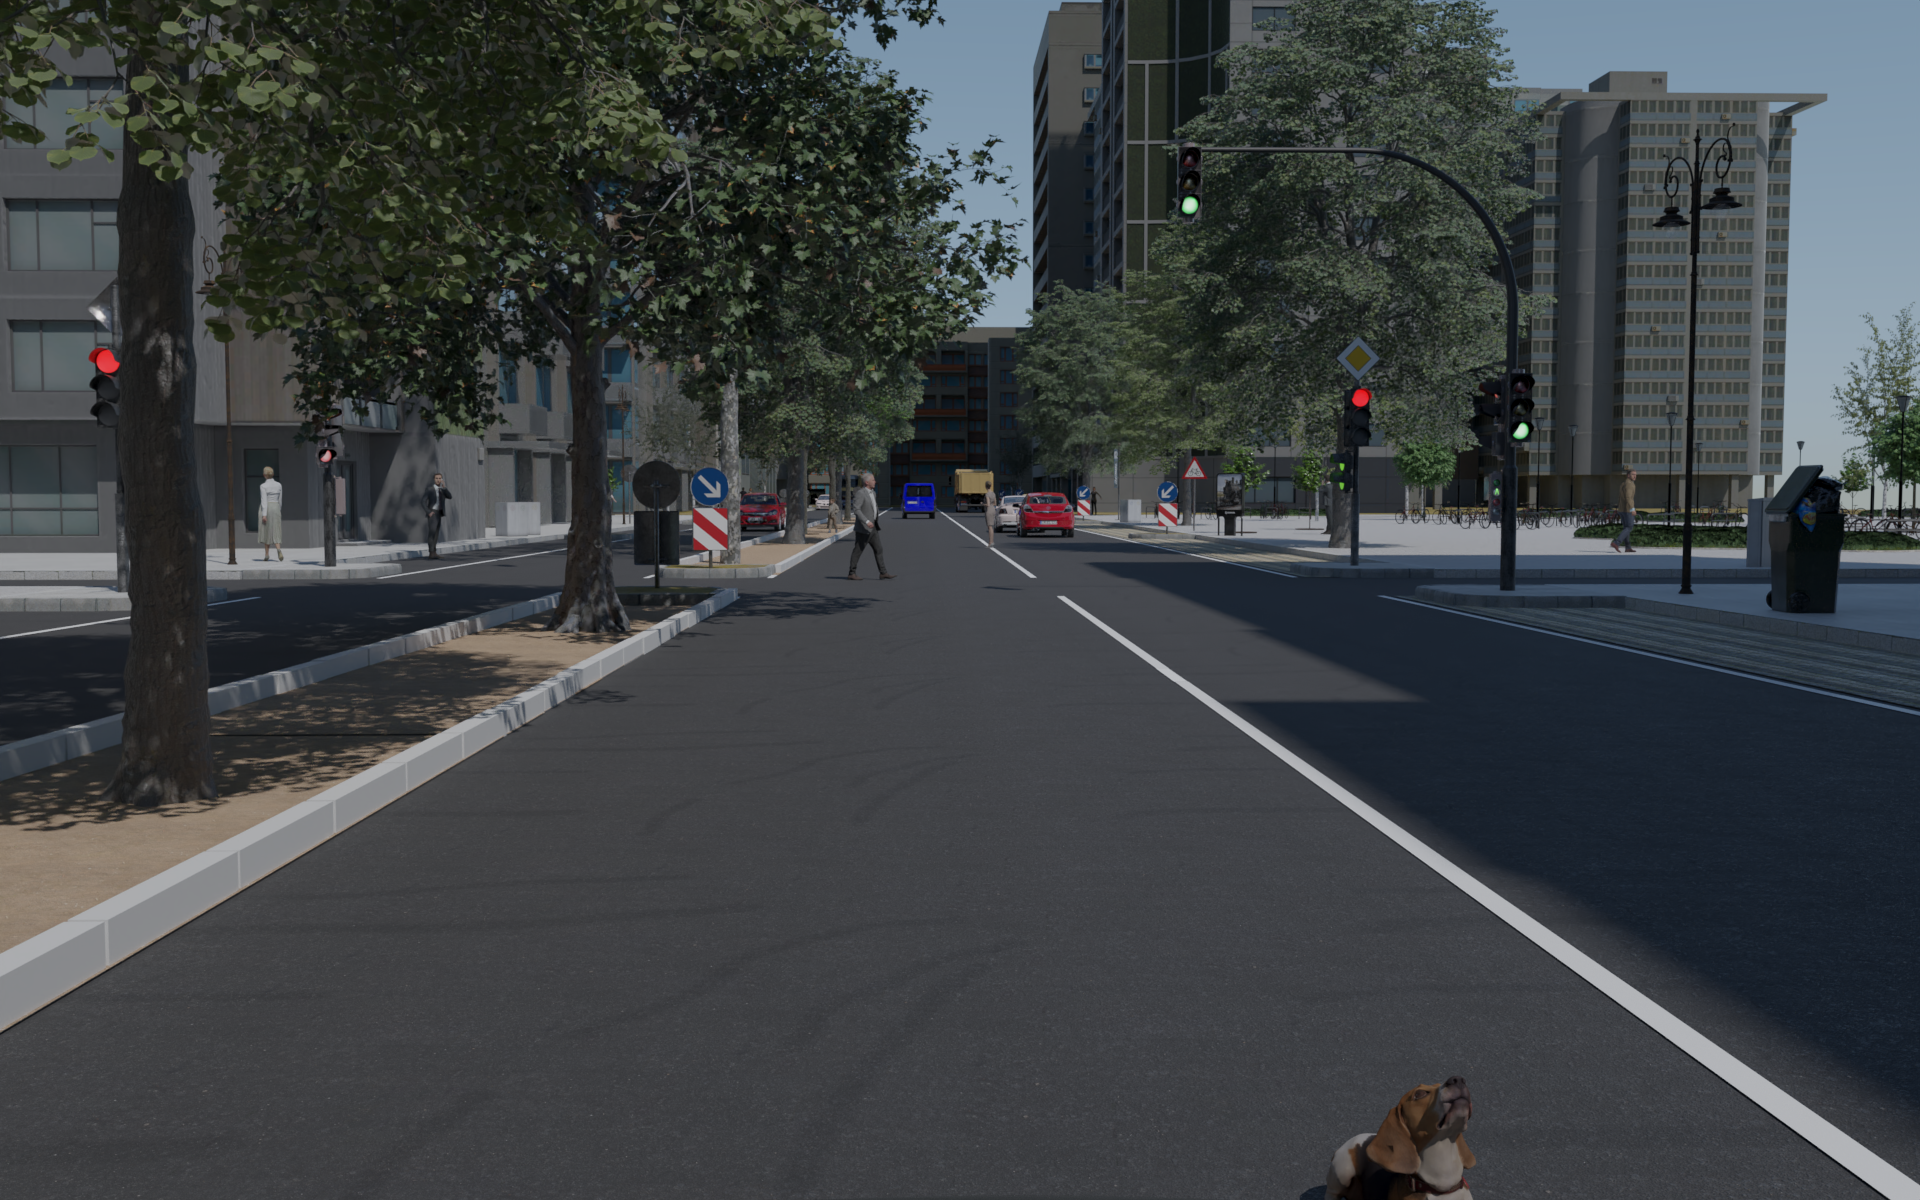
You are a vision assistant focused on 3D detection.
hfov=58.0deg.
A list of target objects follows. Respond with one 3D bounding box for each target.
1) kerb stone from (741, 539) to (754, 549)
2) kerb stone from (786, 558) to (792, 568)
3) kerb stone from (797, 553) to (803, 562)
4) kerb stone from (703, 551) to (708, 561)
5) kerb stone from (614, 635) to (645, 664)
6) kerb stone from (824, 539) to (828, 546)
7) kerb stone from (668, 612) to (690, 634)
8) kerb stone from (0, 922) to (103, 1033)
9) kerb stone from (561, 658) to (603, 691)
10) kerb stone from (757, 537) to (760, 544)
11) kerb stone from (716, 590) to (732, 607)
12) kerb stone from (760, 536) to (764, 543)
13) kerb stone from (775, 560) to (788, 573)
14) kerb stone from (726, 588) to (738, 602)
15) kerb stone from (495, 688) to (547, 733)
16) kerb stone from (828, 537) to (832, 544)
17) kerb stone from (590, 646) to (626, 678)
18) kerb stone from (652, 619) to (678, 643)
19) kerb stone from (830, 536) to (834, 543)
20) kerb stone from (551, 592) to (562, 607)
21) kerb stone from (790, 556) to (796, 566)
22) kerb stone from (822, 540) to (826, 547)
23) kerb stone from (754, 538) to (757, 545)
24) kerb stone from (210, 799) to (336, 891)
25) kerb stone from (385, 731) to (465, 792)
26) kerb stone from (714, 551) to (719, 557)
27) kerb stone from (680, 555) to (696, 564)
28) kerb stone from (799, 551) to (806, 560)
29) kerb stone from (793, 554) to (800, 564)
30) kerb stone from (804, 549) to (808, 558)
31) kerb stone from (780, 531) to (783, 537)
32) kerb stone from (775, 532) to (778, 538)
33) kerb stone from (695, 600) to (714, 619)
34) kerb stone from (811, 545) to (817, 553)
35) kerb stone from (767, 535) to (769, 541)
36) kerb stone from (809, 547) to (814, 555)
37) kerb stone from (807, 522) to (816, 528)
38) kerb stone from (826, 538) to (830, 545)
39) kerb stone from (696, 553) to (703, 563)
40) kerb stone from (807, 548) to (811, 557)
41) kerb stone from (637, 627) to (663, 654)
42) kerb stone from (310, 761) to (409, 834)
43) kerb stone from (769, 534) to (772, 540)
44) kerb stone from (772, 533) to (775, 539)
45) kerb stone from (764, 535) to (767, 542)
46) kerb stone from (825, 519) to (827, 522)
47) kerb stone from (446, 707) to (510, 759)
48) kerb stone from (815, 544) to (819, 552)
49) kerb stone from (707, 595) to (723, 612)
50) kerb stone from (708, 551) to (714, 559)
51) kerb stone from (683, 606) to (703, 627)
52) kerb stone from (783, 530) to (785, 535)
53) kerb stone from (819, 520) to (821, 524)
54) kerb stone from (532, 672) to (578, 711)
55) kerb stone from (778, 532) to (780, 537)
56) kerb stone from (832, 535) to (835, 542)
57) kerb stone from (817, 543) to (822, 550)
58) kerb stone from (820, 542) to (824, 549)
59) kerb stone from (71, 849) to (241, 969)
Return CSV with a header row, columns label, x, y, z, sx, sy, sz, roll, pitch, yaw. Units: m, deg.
label,x,y,z,sx,sy,sz,roll,pitch,yaw
kerb stone,-5.800,-1.522,47.174,0.120,0.150,1.000,0,4,-1
kerb stone,-3.333,-0.649,32.869,0.120,0.150,1.000,0,4,-1
kerb stone,-3.411,-0.840,35.934,0.120,0.150,1.000,0,4,-1
kerb stone,-5.536,-0.901,36.919,0.120,0.150,1.000,0,4,-1
kerb stone,-2.875,0.444,14.939,0.120,0.150,1.000,0,4,-1
kerb stone,-3.677,-1.461,46.181,0.120,0.150,1.000,0,4,-1
kerb stone,-2.957,0.256,18.015,0.120,0.150,1.000,0,4,-1
kerb stone,-2.613,1.070,4.698,0.120,0.150,1.000,0,4,-1
kerb stone,-2.831,0.569,12.893,0.120,0.150,1.000,0,4,-1
kerb stone,-5.855,-1.647,49.219,0.120,0.150,1.000,0,4,-1
kerb stone,-3.056,0.004,22.125,0.120,0.150,1.000,0,4,-1
kerb stone,-5.877,-1.714,50.244,0.120,0.150,1.000,0,4,-1
kerb stone,-3.311,-0.590,31.844,0.120,0.150,1.000,0,4,-1
kerb stone,-3.085,-0.055,23.152,0.120,0.150,1.000,0,4,-1
kerb stone,-2.768,0.700,10.838,0.120,0.150,1.000,0,4,-1
kerb stone,-3.728,-1.593,48.236,0.120,0.150,1.000,0,4,-1
kerb stone,-2.851,0.506,13.918,0.120,0.150,1.000,0,4,-1
kerb stone,-2.925,0.318,16.993,0.120,0.150,1.000,0,4,-1
kerb stone,-3.749,-1.655,49.258,0.120,0.150,1.000,0,4,-1
kerb stone,-5.160,0.008,22.061,0.120,0.150,1.000,0,4,-1
kerb stone,-3.356,-0.715,33.890,0.120,0.150,1.000,0,4,-1
kerb stone,-3.650,-1.404,45.158,0.120,0.150,1.000,0,4,-1
kerb stone,-5.822,-1.583,48.196,0.120,0.150,1.000,0,4,-1
kerb stone,-2.668,0.947,6.742,0.120,0.150,1.000,0,4,-1
kerb stone,-2.718,0.820,8.788,0.120,0.150,1.000,0,4,-1
kerb stone,-5.588,-1.026,38.965,0.120,0.150,1.000,0,4,-1
kerb stone,-5.480,-0.775,34.861,0.120,0.150,1.000,0,4,-1
kerb stone,-3.427,-0.902,36.956,0.120,0.150,1.000,0,4,-1
kerb stone,-3.380,-0.776,34.913,0.120,0.150,1.000,0,4,-1
kerb stone,-3.470,-0.962,37.979,0.120,0.150,1.000,0,4,-1
kerb stone,-6.063,-2.154,57.431,0.120,0.150,1.000,0,4,-1
kerb stone,-6.015,-2.028,55.384,0.120,0.150,1.000,0,4,-1
kerb stone,-3.000,0.132,20.070,0.120,0.150,1.000,0,4,-1
kerb stone,-3.542,-1.153,41.055,0.120,0.150,1.000,0,4,-1
kerb stone,-5.933,-1.842,52.307,0.120,0.150,1.000,0,4,-1
kerb stone,-3.518,-1.088,40.024,0.120,0.150,1.000,0,4,-1
kerb stone,-6.523,-3.284,75.888,0.120,0.150,1.000,0,4,-1
kerb stone,-3.700,-1.525,47.202,0.120,0.150,1.000,0,4,-1
kerb stone,-5.509,-0.832,35.897,0.120,0.150,1.000,0,4,-1
kerb stone,-3.495,-1.022,39.002,0.120,0.150,1.000,0,4,-1
kerb stone,-2.892,0.381,15.964,0.120,0.150,1.000,0,4,-1
kerb stone,-2.692,0.884,7.767,0.120,0.150,1.000,0,4,-1
kerb stone,-5.959,-1.904,53.329,0.120,0.150,1.000,0,4,-1
kerb stone,-5.980,-1.967,54.356,0.120,0.150,1.000,0,4,-1
kerb stone,-5.907,-1.779,51.279,0.120,0.150,1.000,0,4,-1
kerb stone,-6.769,-3.850,85.139,0.120,0.150,1.000,0,4,-1
kerb stone,-2.741,0.757,9.816,0.120,0.150,1.000,0,4,-1
kerb stone,-3.570,-1.216,42.080,0.120,0.150,1.000,0,4,-1
kerb stone,-3.034,0.074,21.102,0.120,0.150,1.000,0,4,-1
kerb stone,-5.563,-0.963,37.943,0.120,0.150,1.000,0,4,-1
kerb stone,-2.976,0.197,19.041,0.120,0.150,1.000,0,4,-1
kerb stone,-6.088,-2.214,58.453,0.120,0.150,1.000,0,4,-1
kerb stone,-6.642,-3.535,79.997,0.120,0.150,1.000,0,4,-1
kerb stone,-2.798,0.636,11.872,0.120,0.150,1.000,0,4,-1
kerb stone,-6.040,-2.092,56.406,0.120,0.150,1.000,0,4,-1
kerb stone,-3.782,-1.715,50.280,0.120,0.150,1.000,0,4,-1
kerb stone,-3.593,-1.277,43.102,0.120,0.150,1.000,0,4,-1
kerb stone,-3.621,-1.332,44.129,0.120,0.150,1.000,0,4,-1
kerb stone,-2.640,1.008,5.720,0.120,0.150,1.000,0,4,-1
